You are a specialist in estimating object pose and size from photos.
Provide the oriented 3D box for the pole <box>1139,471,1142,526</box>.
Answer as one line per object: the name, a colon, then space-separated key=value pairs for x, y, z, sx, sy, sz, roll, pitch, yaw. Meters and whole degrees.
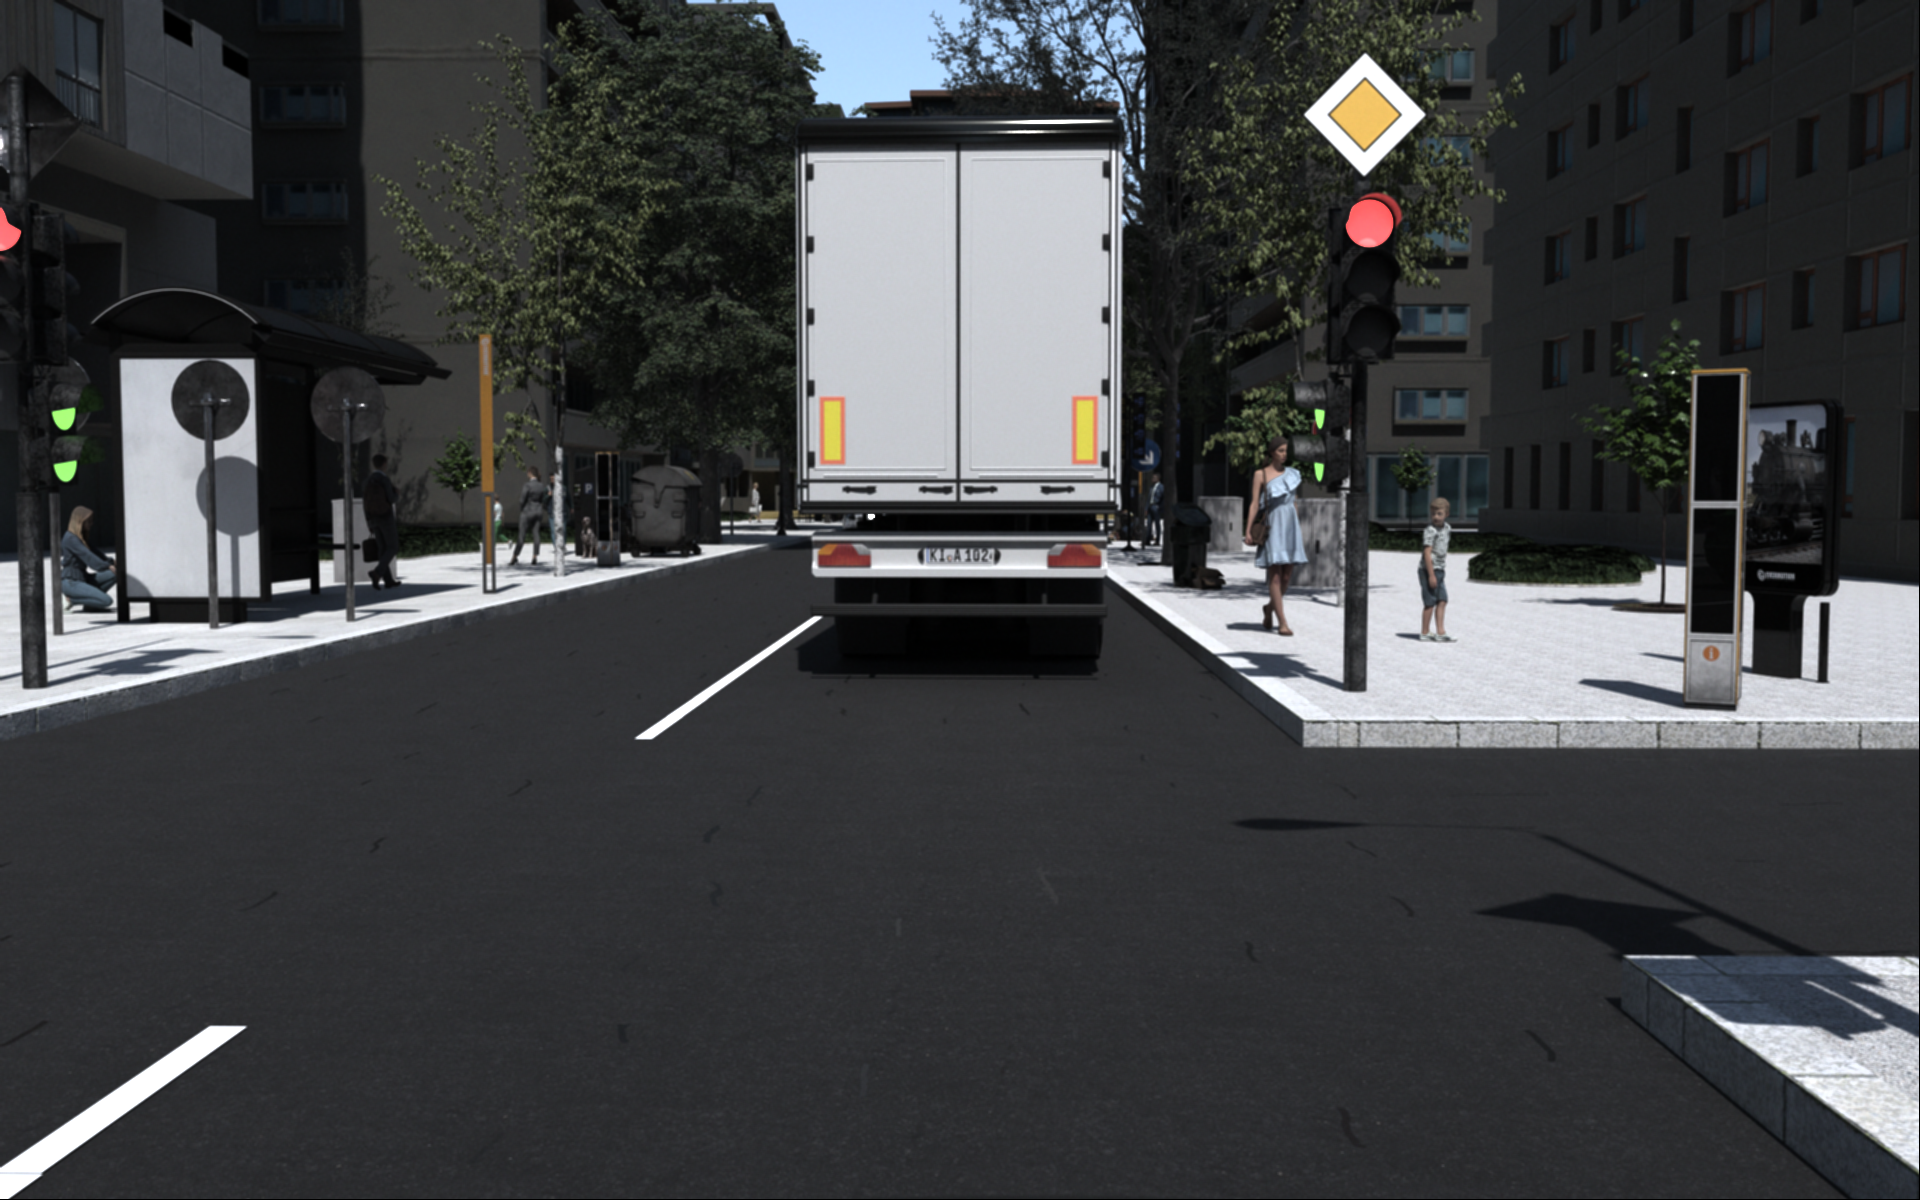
pole: x=6.394 y=-4.142 z=61.570 sx=0.158 sy=3.312 sz=0.155 roll=0 pitch=3 yaw=0

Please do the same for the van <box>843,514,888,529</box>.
van: x=-2.672 y=-2.825 z=53.202 sx=2.013 sy=2.044 sz=4.112 roll=0 pitch=3 yaw=0

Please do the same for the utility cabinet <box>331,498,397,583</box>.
utility cabinet: x=-8.729 y=-0.871 z=25.395 sx=0.306 sy=1.237 sz=1.020 roll=2 pitch=4 yaw=23

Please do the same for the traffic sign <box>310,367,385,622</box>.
traffic sign: x=-6.135 y=-1.055 z=17.358 sx=0.768 sy=2.556 sz=0.104 roll=0 pitch=4 yaw=4

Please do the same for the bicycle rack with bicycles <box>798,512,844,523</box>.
bicycle rack with bicycles: x=-6.196 y=-4.008 z=78.905 sx=2.852 sy=0.926 sz=2.925 roll=-1 pitch=4 yaw=-15

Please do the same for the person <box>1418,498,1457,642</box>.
person: x=4.156 y=-0.265 z=15.064 sx=0.332 sy=1.250 sz=0.352 roll=0 pitch=4 yaw=-7

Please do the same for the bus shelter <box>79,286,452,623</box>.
bus shelter: x=-7.610 y=-1.575 z=19.671 sx=2.014 sy=3.302 sz=5.546 roll=0 pitch=4 yaw=1

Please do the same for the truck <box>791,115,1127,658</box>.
truck: x=0.250 y=-1.809 z=18.492 sx=2.839 sy=4.237 sz=11.283 roll=0 pitch=4 yaw=3

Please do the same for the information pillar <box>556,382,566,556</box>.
information pillar: x=-8.326 y=-2.732 z=36.018 sx=0.183 sy=3.616 sz=0.504 roll=-1 pitch=4 yaw=-14

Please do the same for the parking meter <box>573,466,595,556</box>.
parking meter: x=-7.784 y=-1.846 z=35.899 sx=0.255 sy=1.863 sz=0.399 roll=3 pitch=5 yaw=39

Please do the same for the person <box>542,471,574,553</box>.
person: x=-8.752 y=-1.908 z=37.585 sx=0.623 sy=1.781 sz=0.721 roll=-2 pitch=4 yaw=-31

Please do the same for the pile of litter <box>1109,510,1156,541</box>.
pile of litter: x=4.596 y=-2.054 z=47.551 sx=1.719 sy=0.858 sz=1.176 roll=2 pitch=4 yaw=30

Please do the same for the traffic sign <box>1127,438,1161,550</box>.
traffic sign: x=4.196 y=-2.415 z=39.587 sx=0.768 sy=2.556 sz=0.104 roll=0 pitch=4 yaw=3

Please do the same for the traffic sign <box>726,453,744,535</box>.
traffic sign: x=-7.111 y=-3.291 z=53.907 sx=0.768 sy=2.556 sz=0.104 roll=1 pitch=4 yaw=11

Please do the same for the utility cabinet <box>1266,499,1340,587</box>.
utility cabinet: x=4.787 y=-0.792 z=24.113 sx=1.020 sy=1.237 sz=0.306 roll=1 pitch=4 yaw=12

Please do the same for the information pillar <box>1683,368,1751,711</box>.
information pillar: x=4.522 y=-0.358 z=10.353 sx=0.304 sy=2.012 sz=0.304 roll=2 pitch=4 yaw=28

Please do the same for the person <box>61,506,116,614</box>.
person: x=-9.366 y=-0.443 z=18.784 sx=0.738 sy=1.151 sz=1.012 roll=-1 pitch=4 yaw=-11

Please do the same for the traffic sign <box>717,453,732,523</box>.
traffic sign: x=-7.413 y=-3.254 z=53.316 sx=0.768 sy=2.556 sz=0.104 roll=0 pitch=4 yaw=6

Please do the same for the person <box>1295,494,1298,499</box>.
person: x=11.022 y=-2.845 z=56.839 sx=0.425 sy=1.301 sz=0.394 roll=3 pitch=5 yaw=40

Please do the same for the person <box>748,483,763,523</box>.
person: x=-9.053 y=-4.288 z=76.507 sx=0.624 sy=1.780 sz=0.694 roll=1 pitch=4 yaw=13

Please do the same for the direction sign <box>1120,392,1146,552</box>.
direction sign: x=3.786 y=-2.857 z=38.703 sx=0.379 sy=3.537 sz=0.876 roll=-3 pitch=5 yaw=-44

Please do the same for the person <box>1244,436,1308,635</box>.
person: x=2.879 y=-0.600 z=15.942 sx=0.616 sy=1.811 sz=0.778 roll=-1 pitch=4 yaw=-10

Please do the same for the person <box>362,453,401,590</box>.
person: x=-7.833 y=-1.063 z=23.392 sx=0.622 sy=1.834 sz=0.822 roll=1 pitch=4 yaw=20

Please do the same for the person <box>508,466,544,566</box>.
person: x=-7.800 y=-1.519 z=31.150 sx=0.573 sy=1.790 sz=0.520 roll=1 pitch=4 yaw=18

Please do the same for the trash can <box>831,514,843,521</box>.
trash can: x=-5.915 y=-4.389 z=83.410 sx=0.748 sy=1.137 sz=0.748 roll=0 pitch=3 yaw=0

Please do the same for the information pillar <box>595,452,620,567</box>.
information pillar: x=-6.210 y=-1.595 z=30.567 sx=0.304 sy=2.012 sz=0.304 roll=1 pitch=4 yaw=19

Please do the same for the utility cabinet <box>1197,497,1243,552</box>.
utility cabinet: x=5.842 y=-1.693 z=38.848 sx=1.020 sy=1.237 sz=0.306 roll=-1 pitch=4 yaw=-23

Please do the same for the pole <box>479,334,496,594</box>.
pole: x=-6.070 y=-1.737 z=22.246 sx=0.158 sy=3.312 sz=0.155 roll=0 pitch=3 yaw=0

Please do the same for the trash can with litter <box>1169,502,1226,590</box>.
trash can with litter: x=3.302 y=-0.752 z=23.679 sx=0.624 sy=1.170 sz=1.055 roll=-1 pitch=4 yaw=-22

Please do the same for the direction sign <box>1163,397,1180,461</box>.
direction sign: x=5.000 y=-2.994 z=40.941 sx=0.379 sy=3.537 sz=0.876 roll=2 pitch=4 yaw=32

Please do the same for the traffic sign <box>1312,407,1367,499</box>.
traffic sign: x=5.375 y=-1.497 z=24.578 sx=0.768 sy=2.556 sz=0.104 roll=1 pitch=4 yaw=11

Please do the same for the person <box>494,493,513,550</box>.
person: x=-10.601 y=-1.807 z=39.834 sx=0.590 sy=1.304 sz=0.306 roll=-1 pitch=4 yaw=-13

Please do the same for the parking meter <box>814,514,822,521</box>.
parking meter: x=-6.741 y=-4.523 z=82.358 sx=0.372 sy=1.533 sz=0.369 roll=0 pitch=3 yaw=0

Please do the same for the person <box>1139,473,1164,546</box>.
person: x=4.837 y=-2.251 z=43.021 sx=0.419 sy=1.800 sz=0.721 roll=-3 pitch=5 yaw=-42

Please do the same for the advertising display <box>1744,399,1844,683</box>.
advertising display: x=5.752 y=-0.424 z=12.144 sx=0.123 sy=1.923 sz=0.974 roll=-1 pitch=4 yaw=-16
